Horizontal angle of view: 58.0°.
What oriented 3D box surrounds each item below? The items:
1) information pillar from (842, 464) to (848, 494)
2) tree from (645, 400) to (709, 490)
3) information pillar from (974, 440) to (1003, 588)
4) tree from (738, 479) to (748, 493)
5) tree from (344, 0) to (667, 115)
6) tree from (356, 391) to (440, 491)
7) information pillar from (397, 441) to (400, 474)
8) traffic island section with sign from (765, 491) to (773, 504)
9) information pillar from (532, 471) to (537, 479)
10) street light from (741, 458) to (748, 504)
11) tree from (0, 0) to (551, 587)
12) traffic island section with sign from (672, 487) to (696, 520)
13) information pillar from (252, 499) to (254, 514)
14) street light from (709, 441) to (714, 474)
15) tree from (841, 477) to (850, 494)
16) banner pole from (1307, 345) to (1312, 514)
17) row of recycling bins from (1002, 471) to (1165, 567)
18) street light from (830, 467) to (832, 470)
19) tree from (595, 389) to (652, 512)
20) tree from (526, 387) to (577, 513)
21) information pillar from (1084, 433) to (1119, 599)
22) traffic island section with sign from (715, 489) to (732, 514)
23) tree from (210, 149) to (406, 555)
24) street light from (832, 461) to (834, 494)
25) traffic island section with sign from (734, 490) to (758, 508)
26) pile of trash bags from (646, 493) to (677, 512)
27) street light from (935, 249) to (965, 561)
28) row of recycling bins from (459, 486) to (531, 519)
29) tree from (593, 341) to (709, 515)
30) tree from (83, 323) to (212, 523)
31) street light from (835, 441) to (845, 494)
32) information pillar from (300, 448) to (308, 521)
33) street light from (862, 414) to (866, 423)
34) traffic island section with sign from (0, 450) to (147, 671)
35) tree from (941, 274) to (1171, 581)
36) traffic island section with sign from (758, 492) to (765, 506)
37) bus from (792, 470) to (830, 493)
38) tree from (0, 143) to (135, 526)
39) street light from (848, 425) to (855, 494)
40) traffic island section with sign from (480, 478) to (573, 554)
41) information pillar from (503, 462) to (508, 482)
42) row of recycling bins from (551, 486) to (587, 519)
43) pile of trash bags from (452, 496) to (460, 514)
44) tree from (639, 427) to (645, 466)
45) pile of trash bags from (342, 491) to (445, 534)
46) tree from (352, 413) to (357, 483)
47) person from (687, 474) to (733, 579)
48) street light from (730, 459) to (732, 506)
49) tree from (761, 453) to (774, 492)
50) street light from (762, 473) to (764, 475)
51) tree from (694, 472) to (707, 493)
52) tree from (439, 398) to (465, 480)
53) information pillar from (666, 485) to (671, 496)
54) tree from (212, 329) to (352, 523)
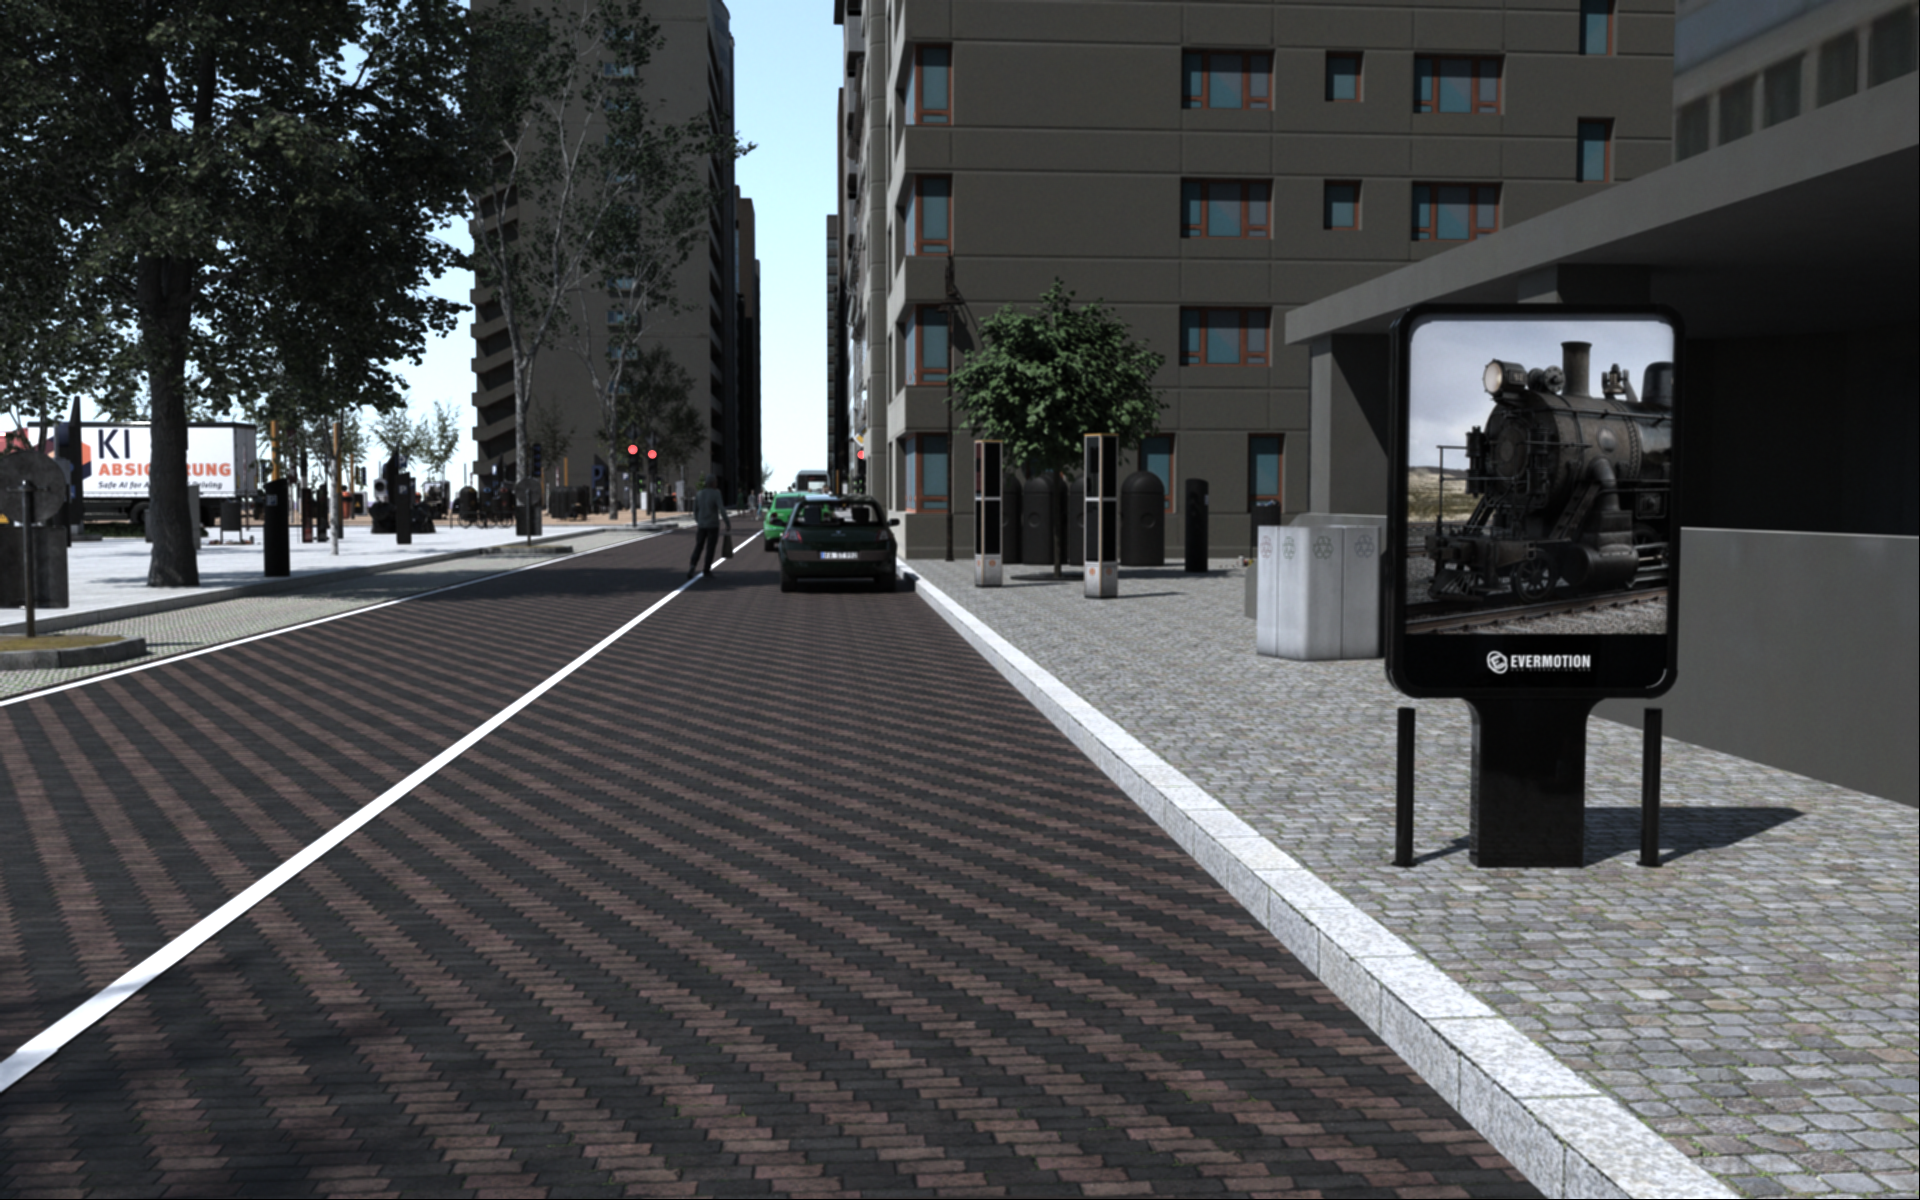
[{"bbox_3d":[-9.084,-8.905,136.947,0.504,3.616,0.183,2,4,28],"label":"information pillar"},{"bbox_3d":[-21.078,-11.054,131.095,4.360,8.622,3.978,0,3,0],"label":"tree"},{"bbox_3d":[0.392,-1.180,23.779,0.304,2.012,0.304,-1,4,-20],"label":"information pillar"},{"bbox_3d":[-28.222,-14.011,223.679,1.663,3.219,1.824,0,3,0],"label":"tree"},{"bbox_3d":[-13.527,-12.303,57.050,12.611,20.169,13.585,0,3,0],"label":"tree"},{"bbox_3d":[-38.807,-10.360,119.746,4.737,8.622,4.395,0,3,0],"label":"tree"},{"bbox_3d":[-24.553,-5.161,75.731,0.183,3.616,0.504,-1,4,-15],"label":"information pillar"},{"bbox_3d":[-28.535,-15.122,255.878,1.989,1.847,2.006,0,4,-5],"label":"traffic island section with sign"},{"bbox_3d":[-36.197,-9.566,147.756,0.504,3.616,0.183,-1,4,-18],"label":"information pillar"},{"bbox_3d":[-27.591,-15.122,220.039,0.468,5.910,1.993,0,4,-5],"label":"street light"},{"bbox_3d":[-10.907,-7.169,23.861,9.857,13.997,8.962,0,3,0],"label":"tree"},{"bbox_3d":[-15.137,-5.427,97.364,1.989,1.847,2.006,0,4,-5],"label":"traffic island section with sign"},{"bbox_3d":[-44.398,-6.394,109.028,0.304,2.012,0.304,-2,4,-31],"label":"information pillar"},{"bbox_3d":[-21.713,-10.925,151.406,0.468,5.910,1.993,0,4,-5],"label":"street light"},{"bbox_3d":[-9.782,-9.665,152.632,1.663,3.219,1.824,0,3,0],"label":"tree"},{"bbox_3d":[5.503,-2.248,26.768,0.401,3.779,0.863,-1,4,-12],"label":"banner pole"},{"bbox_3d":[2.003,-1.482,31.337,3.534,1.692,1.069,2,4,24],"label":"row of recycling bins"},{"bbox_3d":[-16.503,-15.472,225.750,0.468,5.910,1.993,0,4,-5],"label":"street light"},{"bbox_3d":[-23.050,-10.403,120.458,4.737,8.622,4.395,0,3,0],"label":"tree"},{"bbox_3d":[-28.588,-10.375,119.991,4.360,8.622,3.978,0,3,0],"label":"tree"},{"bbox_3d":[1.729,-1.022,21.210,0.304,2.012,0.304,-3,4,-39],"label":"information pillar"},{"bbox_3d":[-17.414,-7.070,124.223,1.989,1.847,2.006,0,4,-5],"label":"traffic island section with sign"},{"bbox_3d":[-13.325,-5.259,36.344,4.360,8.622,3.978,0,3,0],"label":"tree"},{"bbox_3d":[-13.654,-13.373,191.434,0.468,5.910,1.993,0,4,-5],"label":"street light"},{"bbox_3d":[-21.566,-10.078,173.400,1.989,1.847,2.006,0,4,-5],"label":"traffic island section with sign"},{"bbox_3d":[-21.523,-7.166,126.921,1.912,1.369,3.447,1,4,17],"label":"pile of trash bags"},{"bbox_3d":[-0.196,-3.680,32.952,0.468,5.910,1.993,0,4,-5],"label":"street light"},{"bbox_3d":[-23.877,-5.007,88.970,3.534,1.692,1.069,-1,4,-20],"label":"row of recycling bins"},{"bbox_3d":[-18.529,-10.404,104.514,7.601,10.594,8.767,-3,5,-39],"label":"tree"},{"bbox_3d":[-35.486,-7.585,74.369,4.737,8.622,4.395,0,3,0],"label":"tree"},{"bbox_3d":[-10.891,-11.303,157.587,0.468,5.910,1.993,0,4,-5],"label":"street light"},{"bbox_3d":[-30.931,-5.523,81.659,0.183,3.616,0.504,1,4,12],"label":"information pillar"},{"bbox_3d":[-4.382,-6.659,81.660,0.468,5.910,1.993,0,4,-5],"label":"street light"},{"bbox_3d":[-8.170,-0.377,14.786,1.989,1.847,2.006,0,4,-5],"label":"traffic island section with sign"},{"bbox_3d":[1.450,-2.597,26.169,4.285,4.588,4.351,0,3,0],"label":"tree"},{"bbox_3d":[-23.833,-11.721,200.260,1.989,1.847,2.006,0,4,-5],"label":"traffic island section with sign"},{"bbox_3d":[-11.760,-8.686,136.871,2.948,3.499,13.247,0,4,-6],"label":"bus"},{"bbox_3d":[-18.970,-5.179,35.037,4.360,8.622,3.978,0,3,0],"label":"tree"},{"bbox_3d":[-7.238,-8.753,115.905,0.468,5.910,1.993,0,4,-5],"label":"street light"},{"bbox_3d":[-10.463,-2.039,41.969,1.989,1.847,2.006,0,4,-5],"label":"traffic island section with sign"},{"bbox_3d":[-33.085,-8.248,126.206,0.504,3.616,0.183,3,5,43],"label":"information pillar"},{"bbox_3d":[-20.438,-5.087,90.291,1.069,1.692,3.534,-2,4,-33],"label":"row of recycling bins"},{"bbox_3d":[-33.339,-6.183,110.850,3.447,1.369,1.912,0,4,-3],"label":"pile of trash bags"},{"bbox_3d":[-24.516,-11.783,143.018,4.360,8.622,3.978,0,3,0],"label":"tree"},{"bbox_3d":[-18.902,-2.875,56.761,3.447,1.369,1.912,1,4,9],"label":"pile of trash bags"},{"bbox_3d":[-44.628,-10.759,126.265,4.737,8.622,4.395,0,3,0],"label":"tree"},{"bbox_3d":[-4.195,-1.240,29.264,0.782,1.767,0.515,2,4,25],"label":"person"},{"bbox_3d":[-24.526,-12.995,185.249,0.468,5.910,1.993,0,4,-5],"label":"street light"},{"bbox_3d":[-35.207,-21.801,306.810,4.360,8.622,3.978,0,3,0],"label":"tree"},{"bbox_3d":[-34.475,-20.189,302.880,0.468,5.910,1.993,0,4,-5],"label":"street light"},{"bbox_3d":[-22.153,-9.433,148.830,1.663,3.219,1.824,0,3,0],"label":"tree"},{"bbox_3d":[-39.213,-11.009,130.363,4.737,8.622,4.395,0,3,0],"label":"tree"},{"bbox_3d":[-23.027,-8.095,136.848,0.304,2.012,0.304,3,5,42],"label":"information pillar"},{"bbox_3d":[-29.546,-7.665,75.689,4.737,8.622,4.395,0,3,0],"label":"tree"}]
